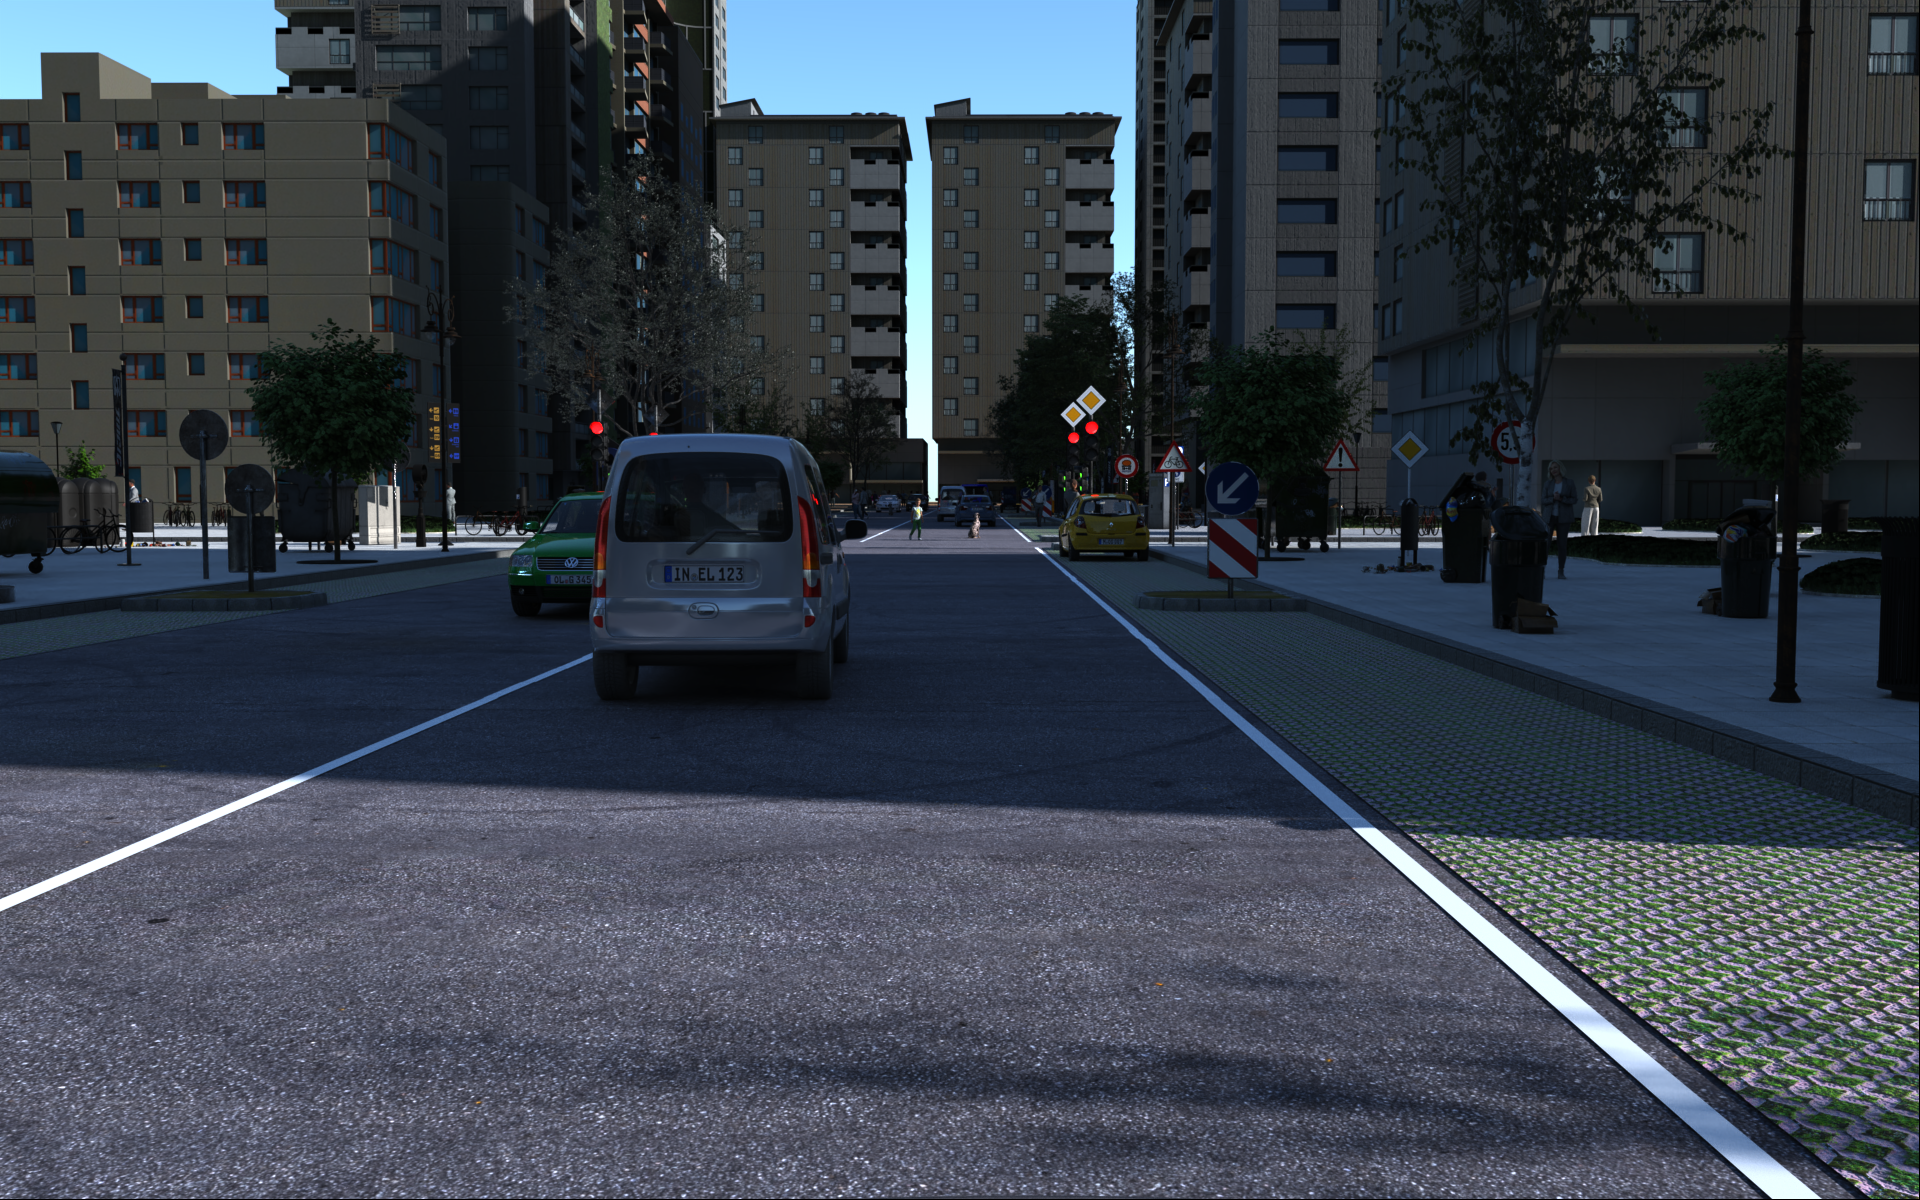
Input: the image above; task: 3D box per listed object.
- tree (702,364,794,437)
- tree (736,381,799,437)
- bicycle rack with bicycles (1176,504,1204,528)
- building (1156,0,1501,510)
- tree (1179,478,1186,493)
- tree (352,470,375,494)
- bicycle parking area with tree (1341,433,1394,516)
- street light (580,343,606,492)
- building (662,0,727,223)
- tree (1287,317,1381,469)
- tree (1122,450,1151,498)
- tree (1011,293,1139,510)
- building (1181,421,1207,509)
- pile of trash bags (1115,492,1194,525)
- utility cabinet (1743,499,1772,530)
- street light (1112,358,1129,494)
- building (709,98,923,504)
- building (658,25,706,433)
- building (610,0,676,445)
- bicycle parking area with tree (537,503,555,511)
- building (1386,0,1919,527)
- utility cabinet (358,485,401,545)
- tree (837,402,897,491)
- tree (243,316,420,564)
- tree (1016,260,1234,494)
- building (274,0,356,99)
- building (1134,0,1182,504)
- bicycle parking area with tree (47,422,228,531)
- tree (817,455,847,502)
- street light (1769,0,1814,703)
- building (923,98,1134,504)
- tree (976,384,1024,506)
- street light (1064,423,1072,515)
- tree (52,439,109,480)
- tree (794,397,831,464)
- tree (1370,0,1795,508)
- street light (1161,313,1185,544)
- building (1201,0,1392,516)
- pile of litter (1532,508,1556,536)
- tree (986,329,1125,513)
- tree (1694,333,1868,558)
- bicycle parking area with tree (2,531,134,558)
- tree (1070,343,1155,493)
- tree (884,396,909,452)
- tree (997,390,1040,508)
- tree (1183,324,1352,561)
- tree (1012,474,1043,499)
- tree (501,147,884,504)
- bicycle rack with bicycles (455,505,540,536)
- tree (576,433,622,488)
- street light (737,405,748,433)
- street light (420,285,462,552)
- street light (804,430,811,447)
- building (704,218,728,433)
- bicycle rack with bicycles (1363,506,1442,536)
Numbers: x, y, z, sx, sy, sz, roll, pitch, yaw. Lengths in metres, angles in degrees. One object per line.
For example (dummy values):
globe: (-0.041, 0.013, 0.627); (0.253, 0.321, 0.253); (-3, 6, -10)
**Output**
tree: (-11.520, -8.639, 91.607); (4.737, 8.622, 4.395); (0, 3, 0)
tree: (-12.255, -9.826, 111.023); (4.360, 8.622, 3.978); (0, 3, 0)
bicycle rack with bicycles: (8.127, -3.199, 65.684); (2.925, 0.926, 2.852); (-1, 4, -9)
building: (35.447, -35.817, 174.849); (28.713, 52.752, 27.495); (0, 4, 0)
tree: (14.729, -7.557, 118.152); (1.663, 3.219, 1.824); (0, 3, 0)
tree: (-22.423, -4.198, 63.233); (1.663, 3.219, 1.824); (0, 3, 0)
bicycle parking area with tree: (15.914, -5.731, 80.702); (8.231, 4.147, 9.016); (1, 4, 11)
street light: (-11.260, -4.920, 53.226); (0.468, 5.910, 1.993); (0, 4, 0)
building: (-42.917, -48.654, 233.752); (20.611, 71.187, 20.563); (0, 4, 0)
tree: (15.345, -7.500, 72.981); (4.737, 8.622, 4.395); (0, 3, 0)
tree: (7.709, -4.969, 75.848); (1.663, 3.219, 1.824); (0, 3, 0)
tree: (6.666, -11.023, 98.353); (7.486, 12.596, 7.792); (0, 3, 0)
building: (31.833, -50.876, 144.497); (22.319, 86.520, 31.000); (0, 4, 0)
pile of trash bags: (8.047, -3.863, 72.906); (3.447, 1.369, 1.912); (-1, 4, -21)
utility cabinet: (10.095, -0.659, 21.934); (0.306, 1.237, 1.020); (2, 4, 28)
street light: (5.471, -5.280, 59.123); (0.468, 5.910, 1.993); (0, 4, 0)
building: (-18.555, -39.754, 239.209); (27.495, 52.752, 28.713); (0, 4, 0)
building: (-32.165, -31.425, 163.908); (14.600, 45.320, 14.200); (0, 4, 0)
building: (-35.715, -29.812, 142.058); (22.147, 44.769, 28.867); (0, 4, 0)
bicycle parking area with tree: (-20.199, -6.976, 101.067); (9.016, 4.147, 8.231); (2, 4, 25)
building: (35.060, -29.872, 77.651); (27.495, 52.752, 28.713); (0, 4, 0)
utility cabinet: (-14.681, -2.151, 43.848); (0.318, 1.500, 1.173); (1, 4, 23)
tree: (-10.407, -16.271, 191.789); (9.928, 11.665, 9.643); (0, 3, 0)
tree: (-11.621, -2.972, 32.299); (4.285, 4.588, 4.351); (0, 3, 0)
tree: (6.487, -8.293, 70.001); (8.767, 10.594, 7.601); (-1, 4, -9)
building: (-52.854, -35.852, 175.414); (27.495, 52.752, 28.713); (0, 4, 0)
building: (34.790, -48.706, 234.597); (20.611, 71.187, 20.563); (0, 4, 0)
bicycle parking area with tree: (-33.372, -5.050, 69.572); (8.231, 4.147, 9.016); (-1, 4, -9)
tree: (-11.280, -9.992, 147.090); (4.285, 4.588, 4.351); (0, 3, 0)
street light: (5.105, -2.309, 10.539); (0.468, 5.910, 1.993); (0, 4, 0)
building: (9.402, -39.741, 238.997); (27.495, 52.752, 28.713); (0, 4, 0)
tree: (6.887, -17.222, 191.945); (12.009, 13.543, 11.850); (0, 3, 0)
street light: (5.725, -7.349, 92.948); (0.468, 5.910, 1.993); (0, 4, 0)
tree: (-30.904, -4.068, 61.118); (1.663, 3.219, 1.824); (0, 3, 0)
tree: (-11.526, -11.092, 131.722); (4.737, 8.622, 4.395); (0, 3, 0)
tree: (6.017, -4.123, 17.773); (4.360, 8.622, 3.978); (0, 3, 0)
street light: (5.431, -4.378, 44.364); (0.468, 5.910, 1.993); (0, 4, 0)
building: (27.027, -34.902, 112.647); (21.231, 58.520, 28.212); (0, 4, 0)
pile of litter: (17.847, -2.390, 53.035); (1.176, 0.858, 1.719); (3, 5, 43)
tree: (6.483, -12.321, 118.459); (9.611, 12.733, 9.660); (0, 3, 0)
tree: (16.784, -3.166, 35.477); (4.285, 4.588, 4.351); (0, 3, 0)
bicycle parking area with tree: (-22.599, -2.958, 35.371); (8.231, 4.147, 9.016); (2, 4, 28)
tree: (6.984, -8.092, 82.668); (4.737, 8.622, 4.395); (0, 3, 0)
tree: (-10.198, -15.751, 167.894); (12.009, 13.543, 11.850); (0, 3, 0)
tree: (7.025, -14.348, 160.344); (9.928, 11.665, 9.643); (0, 3, 0)
tree: (5.923, -3.050, 33.586); (4.285, 4.588, 4.351); (0, 3, 0)
tree: (6.658, -11.295, 168.392); (4.285, 4.588, 4.351); (0, 3, 0)
tree: (-11.293, -9.291, 62.283); (12.009, 13.543, 11.850); (0, 3, 0)
bicycle rack with bicycles: (-14.190, -2.479, 53.916); (2.852, 0.926, 2.925); (2, 4, 33)
tree: (-18.643, -6.614, 91.846); (4.285, 4.588, 4.351); (0, 3, 0)
street light: (-11.021, -7.041, 87.908); (0.468, 5.910, 1.993); (0, 4, 0)
street light: (-11.473, -4.014, 38.419); (0.468, 5.910, 1.993); (0, 4, 0)
street light: (-10.680, -9.110, 121.733); (0.468, 5.910, 1.993); (0, 4, 0)
building: (-32.001, -25.124, 182.484); (14.107, 30.474, 14.160); (0, 4, 0)
bicycle rack with bicycles: (14.019, -2.481, 53.952); (2.852, 0.926, 2.925); (3, 5, 44)
